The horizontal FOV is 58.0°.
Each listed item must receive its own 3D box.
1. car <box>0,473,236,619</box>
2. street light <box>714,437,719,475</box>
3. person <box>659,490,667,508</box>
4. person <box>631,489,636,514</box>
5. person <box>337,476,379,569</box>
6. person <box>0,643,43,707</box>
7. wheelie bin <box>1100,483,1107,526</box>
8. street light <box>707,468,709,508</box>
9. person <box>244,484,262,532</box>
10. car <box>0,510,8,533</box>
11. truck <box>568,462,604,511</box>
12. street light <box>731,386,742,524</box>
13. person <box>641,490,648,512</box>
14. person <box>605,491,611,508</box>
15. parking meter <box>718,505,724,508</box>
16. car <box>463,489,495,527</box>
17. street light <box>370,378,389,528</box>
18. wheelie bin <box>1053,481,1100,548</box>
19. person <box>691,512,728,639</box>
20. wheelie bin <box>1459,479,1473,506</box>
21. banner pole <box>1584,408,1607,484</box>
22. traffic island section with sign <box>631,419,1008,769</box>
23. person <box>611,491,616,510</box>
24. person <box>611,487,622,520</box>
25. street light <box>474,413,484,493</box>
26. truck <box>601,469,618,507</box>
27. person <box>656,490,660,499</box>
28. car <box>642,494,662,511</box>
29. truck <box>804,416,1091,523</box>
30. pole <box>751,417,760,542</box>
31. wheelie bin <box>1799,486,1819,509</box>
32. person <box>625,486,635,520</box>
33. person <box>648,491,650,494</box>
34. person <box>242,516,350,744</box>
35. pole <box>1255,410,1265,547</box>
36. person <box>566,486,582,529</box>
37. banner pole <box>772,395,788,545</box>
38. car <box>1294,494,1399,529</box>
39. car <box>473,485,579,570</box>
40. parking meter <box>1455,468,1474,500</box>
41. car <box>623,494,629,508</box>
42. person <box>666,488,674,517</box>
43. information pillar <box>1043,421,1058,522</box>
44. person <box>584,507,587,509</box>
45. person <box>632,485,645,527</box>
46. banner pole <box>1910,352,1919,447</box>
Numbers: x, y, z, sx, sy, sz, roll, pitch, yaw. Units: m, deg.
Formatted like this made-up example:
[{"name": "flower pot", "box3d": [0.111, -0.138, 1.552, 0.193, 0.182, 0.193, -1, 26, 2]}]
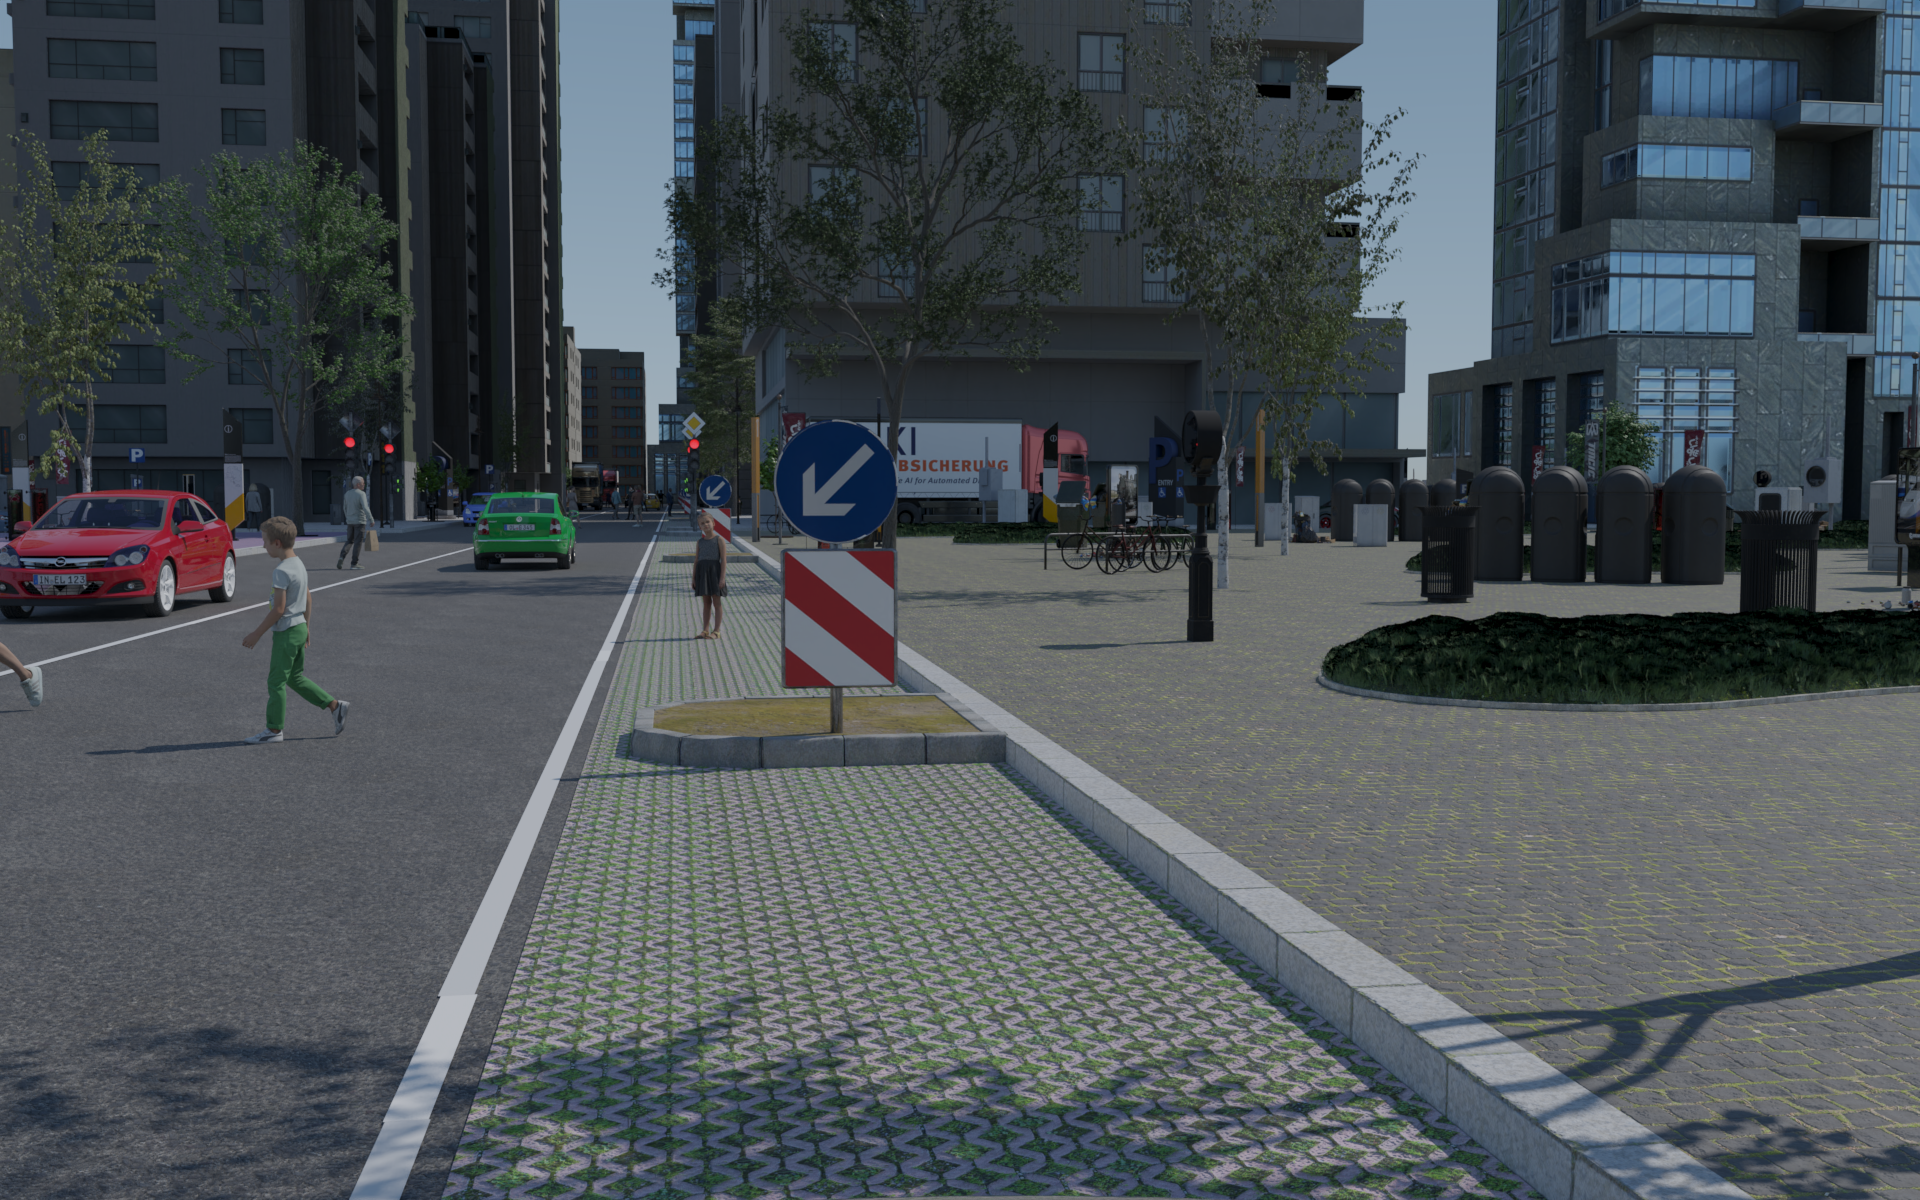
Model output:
[{"name": "car", "box3d": [-10.331, -0.755, 21.379, 2.155, 1.783, 4.494, -1, 4, -9]}, {"name": "street light", "box3d": [-15.014, -8.246, 107.603, 0.468, 5.910, 1.993, -1, 4, -9]}, {"name": "person", "box3d": [-30.464, -10.298, 176.500, 1.348, 1.869, 0.705, 0, 4, 6]}, {"name": "person", "box3d": [-22.867, -6.886, 121.434, 0.599, 1.781, 0.374, 2, 4, 34]}, {"name": "person", "box3d": [-11.449, -1.465, 32.941, 0.782, 1.767, 0.515, 2, 4, 27]}, {"name": "person", "box3d": [-6.374, -0.119, 11.188, 0.466, 1.731, 0.760, 2, 4, 31]}, {"name": "wheelie bin", "box3d": [4.041, -2.430, 47.631, 0.980, 1.594, 0.693, -3, 5, -41]}, {"name": "street light", "box3d": [-20.560, -10.297, 141.141, 0.468, 5.910, 1.993, -1, 4, -9]}, {"name": "person", "box3d": [-24.774, -3.173, 60.560, 0.709, 1.800, 0.728, 1, 4, 9]}, {"name": "car", "box3d": [-34.253, -2.849, 58.589, 4.499, 1.417, 2.014, -1, 4, -11]}, {"name": "truck", "box3d": [-33.008, -10.063, 153.447, 2.839, 4.237, 11.283, -1, 4, -10]}, {"name": "street light", "box3d": [-9.472, -6.176, 73.769, 0.468, 5.910, 1.993, -1, 4, -9]}, {"name": "person", "box3d": [-25.535, -8.022, 140.063, 0.834, 1.777, 0.661, 0, 4, 4]}, {"name": "person", "box3d": [-36.555, -10.462, 180.005, 0.683, 1.767, 0.568, 0, 4, 1]}, {"name": "parking meter", "box3d": [-11.488, -4.742, 83.243, 0.255, 1.863, 0.399, 0, 4, -3]}, {"name": "car", "box3d": [-21.071, -4.125, 77.038, 1.945, 1.707, 3.694, -1, 4, -8]}, {"name": "street light", "box3d": [-21.872, -5.661, 65.345, 0.468, 5.910, 1.993, -1, 4, -9]}, {"name": "wheelie bin", "box3d": [2.658, -2.024, 40.993, 0.980, 1.594, 0.693, 2, 4, 27]}, {"name": "person", "box3d": [-2.462, -0.235, 17.018, 0.362, 1.253, 0.373, 2, 4, 27]}, {"name": "wheelie bin", "box3d": [11.181, -1.778, 36.981, 0.980, 1.594, 0.693, 1, 4, 10]}, {"name": "banner pole", "box3d": [18.677, -3.720, 50.835, 0.401, 3.779, 0.863, -3, 4, -39]}, {"name": "traffic island section with sign", "box3d": [-0.881, -0.081, 9.958, 1.989, 1.847, 2.006, -1, 4, -9]}, {"name": "person", "box3d": [-31.579, -9.085, 157.777, 0.721, 1.736, 1.217, 0, 4, 7]}, {"name": "person", "box3d": [-19.317, -5.424, 97.037, 0.748, 1.841, 0.638, -3, 5, -44]}, {"name": "street light", "box3d": [-27.609, -7.749, 99.490, 0.468, 5.910, 1.993, -1, 4, -9]}, {"name": "truck", "box3d": [-39.549, -12.524, 193.682, 2.839, 4.237, 11.283, -1, 4, -10]}, {"name": "person", "box3d": [-29.737, -9.876, 170.074, 0.705, 1.812, 1.348, -2, 4, -29]}, {"name": "car", "box3d": [-27.001, -8.598, 150.798, 2.015, 1.641, 3.980, 0, 4, -8]}, {"name": "truck", "box3d": [-0.153, -4.626, 64.546, 11.283, 4.237, 2.839, -1, 4, -11]}, {"name": "pole", "box3d": [-5.442, -3.198, 46.136, 0.158, 3.312, 0.155, 0, 3, 0]}, {"name": "wheelie bin", "box3d": [31.914, -3.509, 65.273, 0.980, 1.594, 0.693, 2, 4, 34]}, {"name": "person", "box3d": [-18.251, -5.393, 96.036, 0.648, 1.900, 0.474, 3, 5, 42]}, {"name": "person", "box3d": [-38.746, -12.678, 215.918, 0.705, 1.807, 1.348, -2, 4, -29]}, {"name": "person", "box3d": [-3.848, 0.166, 10.035, 0.590, 1.304, 0.306, -2, 4, -27]}, {"name": "pole", "box3d": [7.260, -2.941, 41.929, 0.158, 3.312, 0.155, 0, 3, 0]}, {"name": "person", "box3d": [-15.974, -3.845, 71.704, 0.599, 1.781, 0.374, 1, 4, 18]}, {"name": "banner pole", "box3d": [-4.446, -3.270, 43.481, 0.401, 3.779, 0.863, -2, 4, -26]}, {"name": "car", "box3d": [15.137, -3.529, 67.486, 4.222, 1.686, 2.009, -1, 4, -8]}, {"name": "car", "box3d": [-8.550, -1.554, 34.207, 1.959, 1.807, 4.718, -1, 4, -10]}, {"name": "parking meter", "box3d": [11.449, -2.053, 39.274, 0.399, 1.863, 0.255, 1, 4, 8]}, {"name": "car", "box3d": [-33.510, -10.254, 177.438, 2.009, 1.686, 4.222, -1, 4, -11]}, {"name": "person", "box3d": [-18.348, -6.168, 109.532, 0.419, 1.800, 0.721, 1, 4, 17]}, {"name": "information pillar", "box3d": [2.922, -3.927, 55.565, 0.504, 3.616, 0.183, 0, 4, 2]}, {"name": "person", "box3d": [-36.861, -9.843, 169.874, 0.683, 1.767, 0.568, 2, 4, 33]}, {"name": "person", "box3d": [-14.156, -4.144, 76.227, 0.573, 1.828, 0.580, 0, 4, -3]}, {"name": "banner pole", "box3d": [17.003, -2.492, 30.765, 0.863, 3.779, 0.401, -3, 5, -41]}]
